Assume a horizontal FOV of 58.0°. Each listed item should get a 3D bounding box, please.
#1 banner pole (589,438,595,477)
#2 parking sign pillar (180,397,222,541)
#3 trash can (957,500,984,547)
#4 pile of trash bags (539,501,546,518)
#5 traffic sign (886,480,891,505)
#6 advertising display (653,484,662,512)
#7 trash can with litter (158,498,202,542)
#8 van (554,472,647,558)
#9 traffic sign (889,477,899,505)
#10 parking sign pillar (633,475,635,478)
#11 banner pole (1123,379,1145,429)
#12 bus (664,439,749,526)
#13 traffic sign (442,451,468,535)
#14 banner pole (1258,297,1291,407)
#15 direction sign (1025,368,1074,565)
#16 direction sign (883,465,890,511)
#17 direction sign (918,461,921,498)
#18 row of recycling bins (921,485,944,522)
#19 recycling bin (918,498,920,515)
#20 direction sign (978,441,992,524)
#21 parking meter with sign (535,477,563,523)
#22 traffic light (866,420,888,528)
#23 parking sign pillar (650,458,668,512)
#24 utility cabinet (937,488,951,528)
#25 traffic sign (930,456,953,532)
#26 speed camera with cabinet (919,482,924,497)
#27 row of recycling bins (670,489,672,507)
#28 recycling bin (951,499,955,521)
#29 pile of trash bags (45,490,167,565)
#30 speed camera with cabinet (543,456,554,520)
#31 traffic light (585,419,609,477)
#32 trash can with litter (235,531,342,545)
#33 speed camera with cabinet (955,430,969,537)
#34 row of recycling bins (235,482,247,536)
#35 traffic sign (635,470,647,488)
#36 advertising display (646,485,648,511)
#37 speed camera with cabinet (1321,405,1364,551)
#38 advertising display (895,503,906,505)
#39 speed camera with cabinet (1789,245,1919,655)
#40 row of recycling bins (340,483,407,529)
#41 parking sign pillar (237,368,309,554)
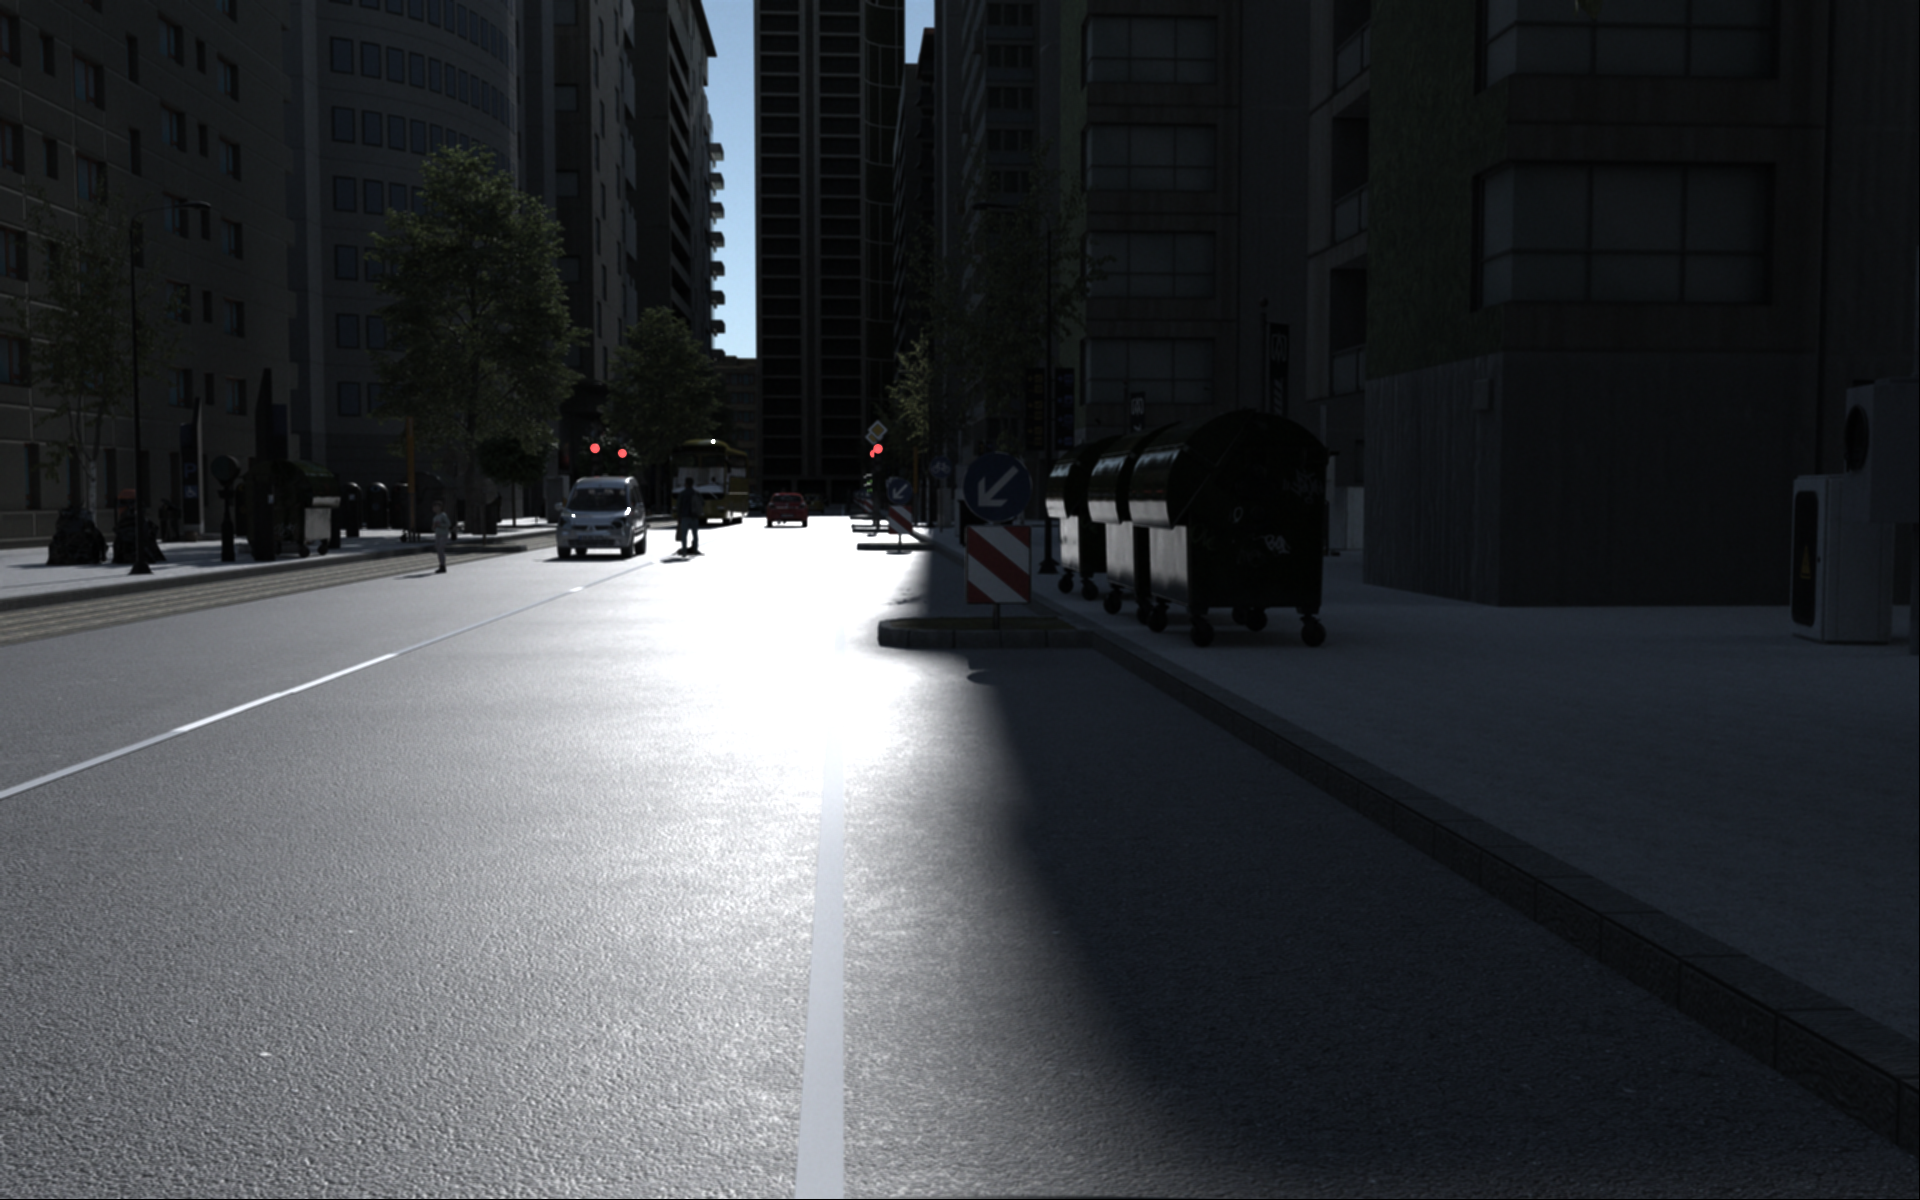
[{"bbox_3d":[-16.437,-5.350,77.484,0.401,3.779,0.863,-2,4,-25],"label":"banner pole"},{"bbox_3d":[-21.095,-3.616,47.599,1.447,3.967,1.447,-1,4,-19],"label":"parking sign pillar"},{"bbox_3d":[0.293,-1.860,42.072,0.748,1.137,0.748,0,3,0],"label":"trash can"},{"bbox_3d":[-21.525,-5.044,92.229,1.912,1.369,3.447,0,4,0],"label":"pile of trash bags"},{"bbox_3d":[-4.842,-7.221,120.187,0.606,2.300,0.079,0,4,5],"label":"traffic sign"},{"bbox_3d":[-19.383,-6.470,111.004,0.123,1.923,0.974,1,4,14],"label":"advertising display"},{"bbox_3d":[-20.860,-2.137,46.324,1.055,1.170,0.624,-1,4,-17],"label":"trash can with litter"},{"bbox_3d":[-8.250,-2.018,40.005,2.013,2.044,4.112,0,4,-4],"label":"van"},{"bbox_3d":[-3.950,-6.210,103.659,0.606,2.300,0.079,0,4,2],"label":"traffic sign"},{"bbox_3d":[-27.930,-9.678,146.701,1.447,3.967,1.447,-2,4,-24],"label":"parking sign pillar"},{"bbox_3d":[3.735,-2.908,37.561,0.401,3.779,0.863,-3,4,-37],"label":"banner pole"},{"bbox_3d":[-11.699,-5.505,81.549,2.896,3.916,12.252,0,4,-2],"label":"bus"},{"bbox_3d":[-14.883,-3.115,51.030,0.768,2.556,0.104,0,4,2],"label":"traffic sign"},{"bbox_3d":[4.010,-1.975,22.303,0.401,3.779,0.863,3,5,42],"label":"banner pole"},{"bbox_3d":[1.613,-2.395,31.151,0.876,3.537,0.379,0,4,-1],"label":"direction sign"},{"bbox_3d":[-5.691,-8.725,134.646,0.379,3.537,0.876,-3,5,-39],"label":"direction sign"},{"bbox_3d":[-2.878,-7.766,118.969,0.379,3.537,0.876,-2,4,-31],"label":"direction sign"},{"bbox_3d":[-1.288,-4.558,81.637,1.069,1.692,3.534,0,4,6],"label":"row of recycling bins"},{"bbox_3d":[-2.891,-5.810,107.550,0.722,1.027,0.722,-3,4,-38],"label":"recycling bin"},{"bbox_3d":[1.091,-5.051,74.588,0.379,3.537,0.876,-3,5,-40],"label":"direction sign"},{"bbox_3d":[-17.797,-4.885,76.136,1.738,3.016,0.543,-1,4,-20],"label":"parking meter with sign"},{"bbox_3d":[-3.116,-4.676,65.368,0.839,4.253,0.868,0,4,-4],"label":"traffic light"},{"bbox_3d":[-21.657,-8.346,124.925,1.447,3.967,1.447,1,4,13],"label":"parking sign pillar"},{"bbox_3d":[-0.606,-3.465,65.330,0.318,1.500,1.173,-1,4,-13],"label":"utility cabinet"},{"bbox_3d":[-0.628,-3.528,57.784,0.768,2.556,0.104,0,4,4],"label":"traffic sign"},{"bbox_3d":[-3.092,-7.743,120.926,0.660,3.252,2.038,1,4,17],"label":"speed camera with cabinet"},{"bbox_3d":[-21.898,-8.067,139.014,3.534,1.692,1.069,-2,4,-24],"label":"row of recycling bins"},{"bbox_3d":[-0.056,-4.311,83.037,0.722,1.027,0.722,1,4,18],"label":"recycling bin"},{"bbox_3d":[-16.079,-1.416,32.907,1.912,1.369,3.447,-1,4,-15],"label":"pile of trash bags"},{"bbox_3d":[-20.027,-5.598,85.863,0.660,3.252,2.038,-2,4,-35],"label":"speed camera with cabinet"},{"bbox_3d":[-13.553,-4.632,64.652,0.839,4.253,0.868,0,4,-4],"label":"traffic light"},{"bbox_3d":[-17.169,-2.000,43.750,2.233,1.210,1.678,1,4,11],"label":"trash can with litter"},{"bbox_3d":[0.166,-3.591,53.055,0.660,3.252,2.038,0,4,2],"label":"speed camera with cabinet"},{"bbox_3d":[-20.593,-2.778,52.530,3.534,1.692,1.069,2,4,27],"label":"row of recycling bins"},{"bbox_3d":[-17.496,-5.785,94.590,0.884,2.594,0.081,0,4,3],"label":"traffic sign"},{"bbox_3d":[-21.492,-6.948,118.819,0.123,1.923,0.974,-1,4,-10],"label":"advertising display"},{"bbox_3d":[8.512,-2.751,39.317,2.038,3.252,0.660,-3,5,-40],"label":"speed camera with cabinet"},{"bbox_3d":[-3.591,-6.149,105.751,0.974,1.923,0.123,2,4,33],"label":"advertising display"},{"bbox_3d":[7.606,-1.238,14.576,0.660,3.252,2.038,1,4,10],"label":"speed camera with cabinet"},{"bbox_3d":[-21.224,-3.498,64.311,3.534,1.692,1.069,-1,4,-11],"label":"row of recycling bins"},{"bbox_3d":[-15.020,-3.015,37.768,1.447,3.967,1.447,-2,4,-31],"label":"parking sign pillar"}]
